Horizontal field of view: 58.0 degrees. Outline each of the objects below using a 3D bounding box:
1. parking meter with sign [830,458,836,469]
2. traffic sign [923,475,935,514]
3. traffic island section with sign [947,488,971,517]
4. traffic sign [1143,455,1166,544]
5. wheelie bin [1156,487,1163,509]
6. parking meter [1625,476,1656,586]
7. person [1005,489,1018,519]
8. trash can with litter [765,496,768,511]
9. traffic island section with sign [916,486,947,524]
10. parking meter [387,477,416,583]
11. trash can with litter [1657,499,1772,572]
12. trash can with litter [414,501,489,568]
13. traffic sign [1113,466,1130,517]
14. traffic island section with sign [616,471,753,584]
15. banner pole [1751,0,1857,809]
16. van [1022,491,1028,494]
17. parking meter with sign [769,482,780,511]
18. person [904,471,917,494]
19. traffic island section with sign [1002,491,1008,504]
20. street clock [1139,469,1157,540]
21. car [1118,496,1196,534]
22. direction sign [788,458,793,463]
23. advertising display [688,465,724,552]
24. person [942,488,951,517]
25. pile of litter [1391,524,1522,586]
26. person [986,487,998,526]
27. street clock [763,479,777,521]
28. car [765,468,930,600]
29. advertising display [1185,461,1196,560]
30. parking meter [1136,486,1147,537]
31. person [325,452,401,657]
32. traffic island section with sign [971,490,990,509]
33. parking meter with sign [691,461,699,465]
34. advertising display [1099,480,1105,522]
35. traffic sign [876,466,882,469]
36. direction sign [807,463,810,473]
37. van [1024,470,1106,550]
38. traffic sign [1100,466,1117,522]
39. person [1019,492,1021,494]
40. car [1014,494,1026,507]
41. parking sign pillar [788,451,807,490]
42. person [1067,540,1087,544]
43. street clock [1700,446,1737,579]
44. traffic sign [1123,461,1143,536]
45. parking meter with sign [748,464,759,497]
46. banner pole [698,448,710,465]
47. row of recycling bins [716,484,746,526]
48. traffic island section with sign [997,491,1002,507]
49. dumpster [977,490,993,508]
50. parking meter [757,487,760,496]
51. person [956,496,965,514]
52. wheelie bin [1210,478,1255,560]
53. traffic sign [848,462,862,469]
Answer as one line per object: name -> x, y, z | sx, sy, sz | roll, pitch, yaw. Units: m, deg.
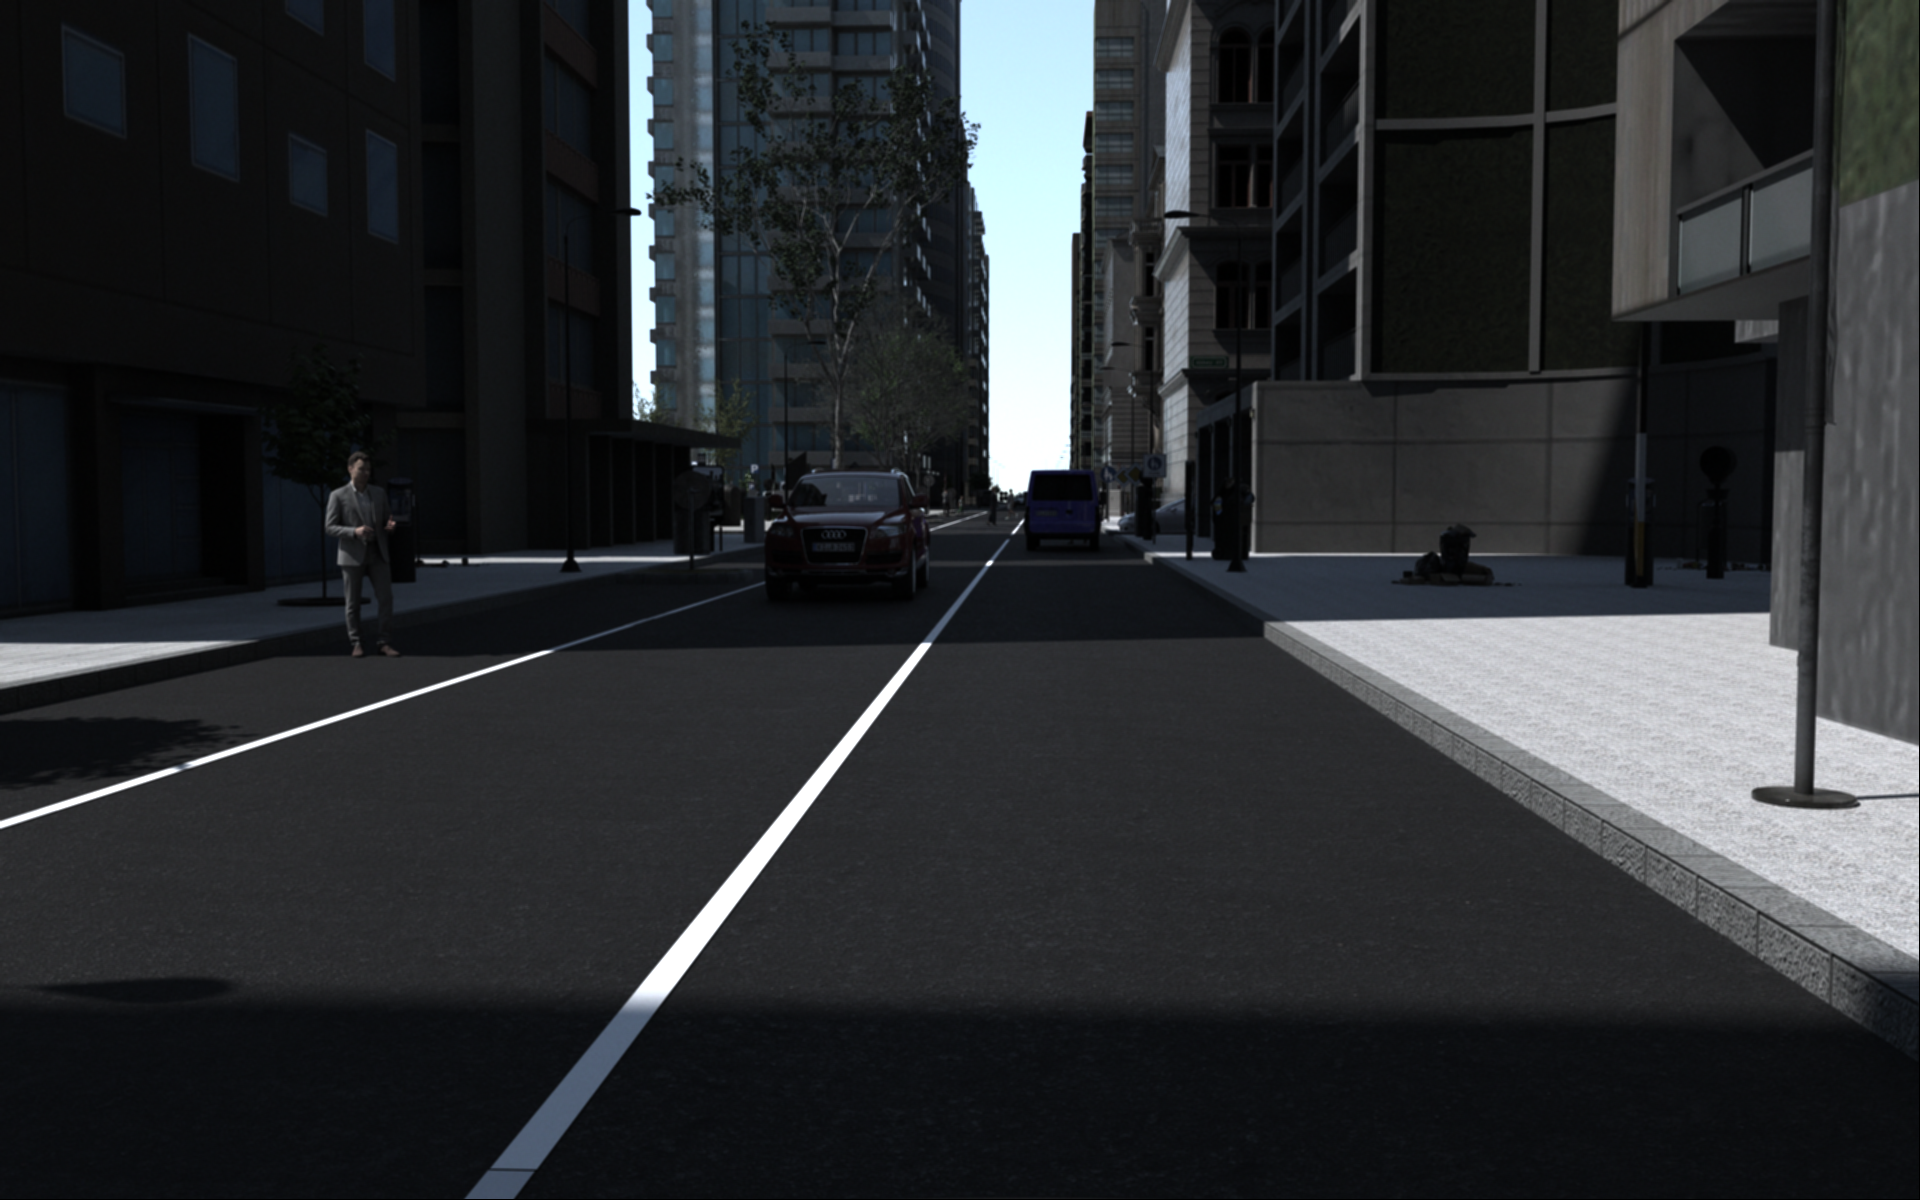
parking meter with sign -> -5.709, -5.365, 83.983 | 0.543, 3.016, 1.738 | -2, 4, -25
traffic sign -> -2.045, -6.945, 113.650 | 0.768, 2.556, 0.104 | 1, 4, 10
traffic island section with sign -> -0.495, -6.269, 111.126 | 1.989, 1.847, 2.006 | 0, 4, 3
traffic sign -> 4.959, -2.572, 44.175 | 0.606, 2.300, 0.079 | 1, 4, 9
wheelie bin -> 8.815, -4.315, 78.457 | 0.980, 1.594, 0.693 | 0, 4, -5
parking meter -> 9.563, -0.975, 24.353 | 0.372, 1.533, 0.369 | 0, 3, 0
person -> 2.955, -5.497, 99.121 | 0.760, 1.731, 0.466 | 1, 4, 18
trash can with litter -> -9.958, -4.940, 91.821 | 1.678, 1.210, 2.233 | 2, 4, 33
traffic island section with sign -> -1.795, -4.618, 84.135 | 1.989, 1.847, 2.006 | 0, 4, 3
parking meter -> -8.102, -1.022, 25.121 | 0.372, 1.533, 0.369 | 0, 3, 0
trash can with litter -> 12.942, -1.103, 29.091 | 1.678, 1.210, 2.233 | -3, 4, -37
trash can with litter -> -9.359, -1.186, 30.444 | 2.233, 1.210, 1.678 | -2, 4, -29
traffic sign -> 5.767, -3.512, 61.063 | 0.795, 2.450, 0.064 | 0, 4, 3
traffic island section with sign -> -4.489, -1.226, 28.667 | 1.989, 1.847, 2.006 | 0, 4, 3
banner pole -> 3.653, -1.058, 7.318 | 0.401, 3.779, 0.863 | 2, 4, 33
van -> 9.817, -15.135, 254.460 | 2.013, 2.044, 4.112 | 0, 4, 2
parking meter with sign -> -12.009, -7.063, 111.747 | 1.738, 3.016, 0.543 | -1, 4, -20
person -> -0.912, -1.276, 29.463 | 0.850, 1.850, 0.679 | -2, 4, -30
traffic island section with sign -> 5.909, -14.346, 243.184 | 1.989, 1.847, 2.006 | 0, 4, 3
street clock -> 5.240, -2.674, 48.297 | 0.471, 2.002, 0.358 | -2, 4, -32
car -> 7.675, -2.772, 57.684 | 4.827, 1.381, 2.083 | 0, 4, 3
direction sign -> -10.461, -7.167, 109.182 | 0.876, 3.537, 0.379 | -3, 5, -42
advertising display -> -5.633, -2.035, 38.488 | 0.123, 1.923, 0.974 | 3, 4, 39
person -> -0.856, -6.172, 109.600 | 0.592, 1.802, 0.473 | -3, 4, -38
pile of litter -> 7.044, -0.647, 24.544 | 1.719, 0.858, 1.176 | 2, 4, 33
person -> 1.476, -4.270, 78.738 | 0.534, 1.772, 0.576 | -1, 4, -15
street clock -> -9.152, -4.777, 82.679 | 0.358, 2.002, 0.471 | 2, 4, 28
car -> -1.550, -1.010, 25.190 | 2.281, 1.827, 5.304 | 0, 4, 2
advertising display -> 4.498, -1.752, 33.854 | 0.123, 1.923, 0.974 | 1, 4, 12
parking meter -> 5.465, -2.663, 51.947 | 0.372, 1.533, 0.369 | 0, 3, 0
person -> -5.201, -0.397, 15.190 | 0.583, 1.804, 0.606 | 3, 5, 44
traffic island section with sign -> 1.914, -9.318, 160.984 | 1.989, 1.847, 2.006 | 0, 4, 3
parking meter with sign -> -13.567, -5.919, 93.029 | 0.543, 3.016, 1.738 | 3, 5, 42
advertising display -> 6.655, -4.656, 81.340 | 0.123, 1.923, 0.974 | 0, 4, -4
traffic sign -> -2.866, -3.539, 61.501 | 0.795, 2.450, 0.064 | 0, 4, 3
direction sign -> -11.223, -8.339, 128.335 | 0.379, 3.537, 0.876 | 1, 4, 10
van -> 2.747, -2.533, 45.799 | 2.240, 2.365, 5.245 | 0, 4, 4
traffic sign -> 6.727, -4.798, 78.553 | 0.768, 2.556, 0.104 | 0, 4, 6
person -> 8.601, -14.598, 247.625 | 0.683, 1.767, 0.568 | 2, 4, 28
car -> 6.696, -10.762, 187.751 | 2.131, 1.459, 4.920 | 0, 4, 4
parking sign pillar -> -10.207, -7.287, 107.620 | 1.447, 3.967, 1.447 | -1, 4, -21
person -> 3.306, -2.515, 49.712 | 0.616, 1.811, 0.778 | 3, 5, 43
street clock -> 11.457, -1.324, 26.216 | 0.358, 2.002, 0.471 | -3, 5, -43
traffic sign -> 5.380, -3.024, 53.088 | 0.795, 2.450, 0.064 | 0, 4, 3
parking meter with sign -> -12.007, -6.351, 100.098 | 0.543, 3.016, 1.738 | 0, 4, 4
banner pole -> -13.879, -6.376, 94.270 | 0.863, 3.779, 0.401 | -1, 4, -18
row of recycling bins -> -10.425, -3.762, 68.619 | 3.534, 1.692, 1.069 | -1, 4, -23
traffic island section with sign -> 3.255, -10.997, 188.431 | 1.989, 1.847, 2.006 | 0, 4, 3
dumpster -> 2.531, -9.758, 167.763 | 1.865, 1.857, 1.264 | 0, 4, 2
parking meter -> -16.003, -8.027, 136.950 | 0.399, 1.863, 0.255 | 0, 4, -4
person -> 0.043, -6.229, 114.586 | 0.590, 1.304, 0.306 | 1, 4, 19
wheelie bin -> 5.332, -1.580, 33.746 | 0.693, 1.594, 0.980 | 3, 4, 37
traffic sign -> -3.253, -3.051, 53.525 | 0.795, 2.450, 0.064 | 0, 4, 3
